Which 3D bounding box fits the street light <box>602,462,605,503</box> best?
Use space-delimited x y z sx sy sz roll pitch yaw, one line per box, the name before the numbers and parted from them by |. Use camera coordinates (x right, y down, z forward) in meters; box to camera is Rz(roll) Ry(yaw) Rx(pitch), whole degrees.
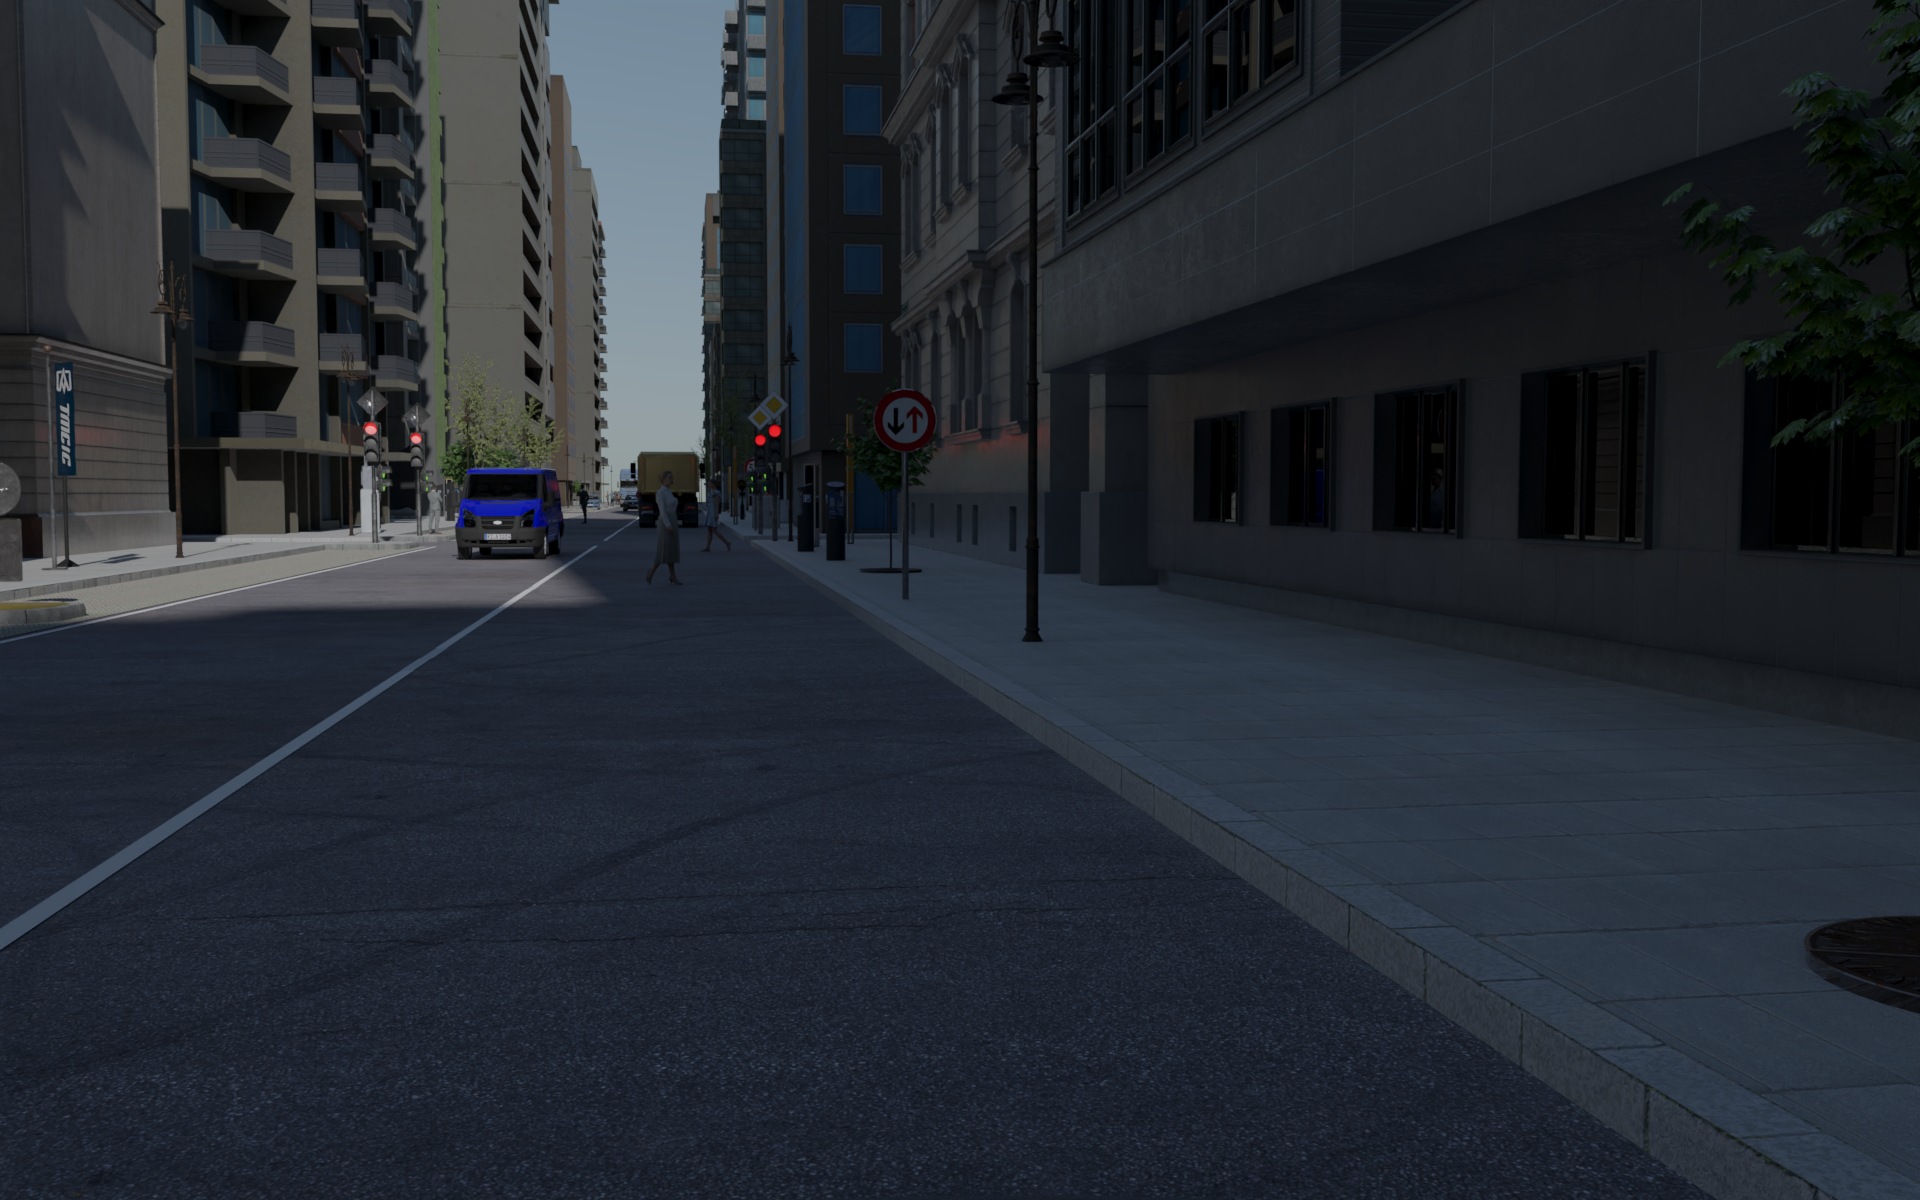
street light | -49.847 -16.477 242.192 0.468 5.910 1.993 -1 4 -9

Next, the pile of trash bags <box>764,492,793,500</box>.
pile of trash bags | -8.367 -4.307 80.179 1.912 1.369 3.447 1 4 11

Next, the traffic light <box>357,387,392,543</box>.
traffic light | -15.327 -3.450 45.323 0.839 4.253 0.868 -1 4 -9

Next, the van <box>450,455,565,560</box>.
van | -10.243 -2.150 39.543 2.240 2.365 5.245 0 4 -8

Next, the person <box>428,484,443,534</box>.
person | -18.551 -3.216 61.261 0.511 1.800 0.466 0 4 5

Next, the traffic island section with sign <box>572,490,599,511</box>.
traffic island section with sign | -32.585 -8.647 150.000 1.989 1.847 2.006 -1 4 -9

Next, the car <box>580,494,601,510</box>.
car | -33.561 -8.889 157.340 2.014 1.417 4.499 -1 4 -11

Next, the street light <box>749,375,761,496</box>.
street light | -7.789 -5.699 65.972 0.468 5.910 1.993 -1 4 -9

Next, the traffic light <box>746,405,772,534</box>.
traffic light | -6.353 -4.036 54.902 0.839 4.253 0.868 -1 4 -9

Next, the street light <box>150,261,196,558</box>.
street light | -15.663 -3.780 34.590 0.468 5.910 1.993 -1 4 -9

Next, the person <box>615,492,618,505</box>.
person | -45.643 -13.531 230.658 0.541 1.710 0.530 -1 4 -20

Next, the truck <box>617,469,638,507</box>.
truck | -36.348 -12.377 192.120 2.967 4.110 18.799 -1 4 -10

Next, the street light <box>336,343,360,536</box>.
street light | -18.721 -4.912 53.106 0.468 5.910 1.993 -1 4 -9

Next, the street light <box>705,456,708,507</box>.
street light | -25.315 -12.265 173.319 0.468 5.910 1.993 -1 4 -9

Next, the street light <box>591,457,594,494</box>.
street light | -44.722 -14.574 211.079 0.468 5.910 1.993 -1 4 -9

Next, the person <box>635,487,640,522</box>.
person | -16.226 -4.875 88.182 0.580 1.828 0.573 0 4 2

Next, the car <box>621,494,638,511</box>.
car | -27.209 -8.243 144.567 2.009 1.686 4.222 0 4 -8

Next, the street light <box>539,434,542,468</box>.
street light | -31.139 -9.533 128.653 0.468 5.910 1.993 -1 4 -9

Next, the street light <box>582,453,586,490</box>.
street light | -41.375 -13.332 190.765 0.468 5.910 1.993 -1 4 -9

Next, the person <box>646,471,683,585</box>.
person | -4.698 -1.144 27.427 0.641 1.798 0.478 2 4 25

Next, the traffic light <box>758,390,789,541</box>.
traffic light | -5.056 -3.554 47.023 0.839 4.253 0.868 -1 4 -9

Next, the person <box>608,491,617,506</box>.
person | -39.875 -11.623 198.514 1.348 1.826 0.705 -2 4 -31

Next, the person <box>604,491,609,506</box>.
person | -41.187 -11.784 201.693 0.750 1.759 0.617 0 4 1

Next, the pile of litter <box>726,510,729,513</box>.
pile of litter | -15.231 -6.270 116.478 1.176 0.858 1.719 1 4 17

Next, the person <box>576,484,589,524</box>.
person | -18.339 -4.667 84.171 0.474 1.900 0.648 1 4 16

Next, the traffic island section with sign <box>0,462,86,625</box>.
traffic island section with sign | -11.125 -0.671 19.591 1.989 1.847 2.006 -1 4 -9

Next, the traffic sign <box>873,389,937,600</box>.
traffic sign | -0.662 -1.280 21.026 0.768 2.556 0.104 0 4 -1

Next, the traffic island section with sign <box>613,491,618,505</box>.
traffic island section with sign | -46.318 -13.745 233.354 1.989 1.847 2.006 -1 4 -9

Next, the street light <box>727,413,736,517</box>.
street light | -12.813 -7.600 97.050 0.468 5.910 1.993 -1 4 -9

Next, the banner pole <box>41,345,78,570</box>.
banner pole | -15.102 -2.388 29.066 0.863 3.779 0.401 2 4 27

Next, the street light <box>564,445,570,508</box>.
street light | -36.188 -11.436 159.760 0.468 5.910 1.993 -1 4 -9

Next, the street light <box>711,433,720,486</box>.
street light | -18.008 -9.529 128.594 0.468 5.910 1.993 -1 4 -9

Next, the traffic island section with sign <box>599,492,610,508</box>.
traffic island section with sign | -37.069 -10.309 177.176 1.989 1.847 2.006 -1 4 -9

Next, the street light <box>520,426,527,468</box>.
street light | -28.945 -8.707 115.142 0.468 5.910 1.993 -1 4 -9

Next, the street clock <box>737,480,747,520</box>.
street clock | -10.859 -5.005 86.398 0.471 2.002 0.358 1 4 13

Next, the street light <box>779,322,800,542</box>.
street light | -4.586 -4.523 46.732 0.468 5.910 1.993 -1 4 -9

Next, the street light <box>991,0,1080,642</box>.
street light | 0.630 -2.577 14.916 0.468 5.910 1.993 -1 4 -9

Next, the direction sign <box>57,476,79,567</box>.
direction sign | -15.737 -2.350 30.426 0.379 3.537 0.876 -2 4 -34

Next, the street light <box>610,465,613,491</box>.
street light | -54.977 -18.378 273.269 0.468 5.910 1.993 -1 4 -9

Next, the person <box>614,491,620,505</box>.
person | -43.295 -12.914 219.732 0.705 1.812 1.348 3 5 41

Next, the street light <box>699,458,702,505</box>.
street light | -30.505 -14.161 204.324 0.468 5.910 1.993 -1 4 -9

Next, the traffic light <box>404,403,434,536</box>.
traffic light | -16.624 -3.932 53.202 0.839 4.253 0.868 -1 4 -9

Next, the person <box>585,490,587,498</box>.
person | -31.024 -8.231 143.803 0.721 1.735 1.217 0 4 8

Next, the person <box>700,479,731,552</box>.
person | -6.069 -2.099 42.920 0.778 1.811 0.616 0 4 -5

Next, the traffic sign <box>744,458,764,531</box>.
traffic sign | -7.149 -3.694 60.506 0.768 2.556 0.104 0 4 -2

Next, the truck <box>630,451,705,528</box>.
truck | -13.057 -4.990 77.511 3.469 3.379 9.791 -1 4 -10

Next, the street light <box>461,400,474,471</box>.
street light | -23.895 -6.809 84.114 0.468 5.910 1.993 -1 4 -9
